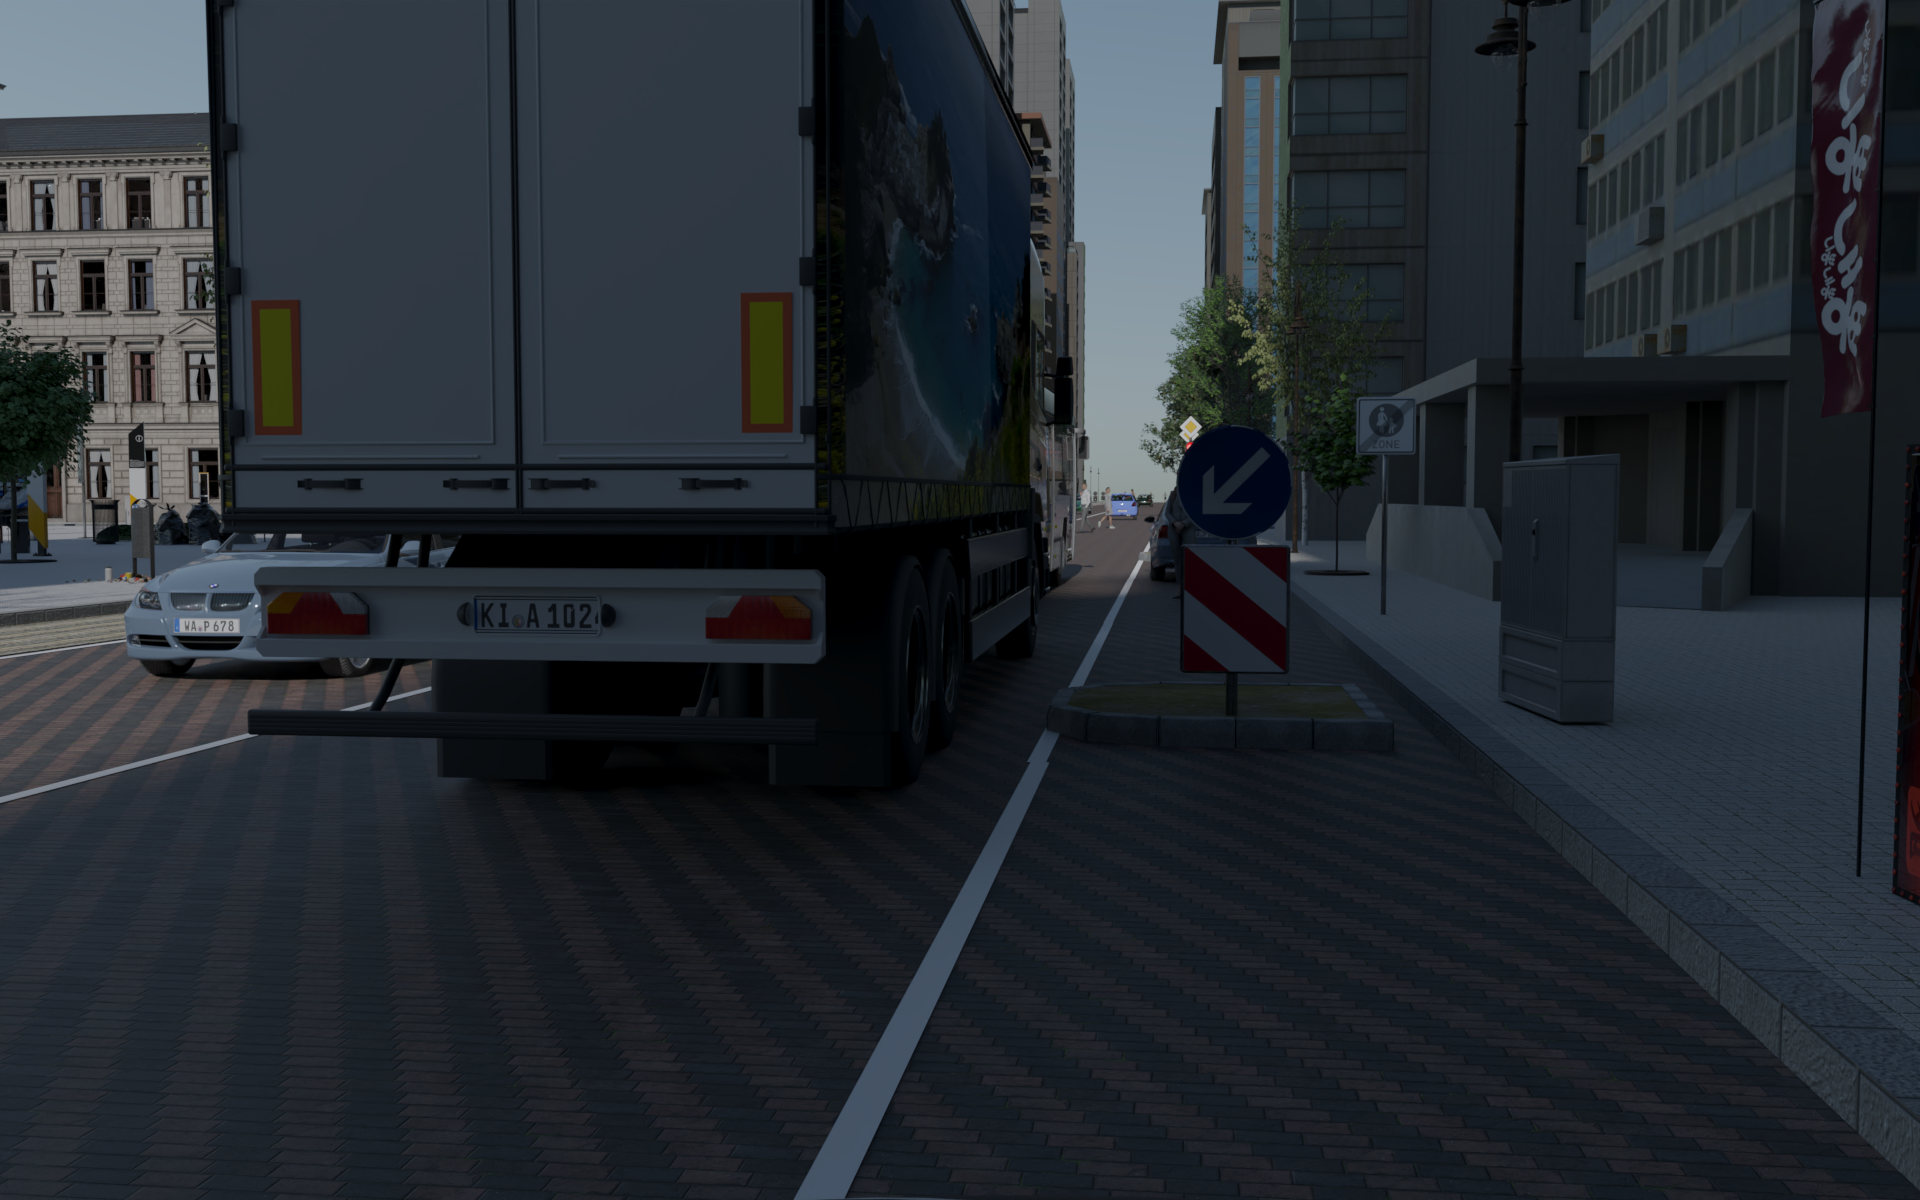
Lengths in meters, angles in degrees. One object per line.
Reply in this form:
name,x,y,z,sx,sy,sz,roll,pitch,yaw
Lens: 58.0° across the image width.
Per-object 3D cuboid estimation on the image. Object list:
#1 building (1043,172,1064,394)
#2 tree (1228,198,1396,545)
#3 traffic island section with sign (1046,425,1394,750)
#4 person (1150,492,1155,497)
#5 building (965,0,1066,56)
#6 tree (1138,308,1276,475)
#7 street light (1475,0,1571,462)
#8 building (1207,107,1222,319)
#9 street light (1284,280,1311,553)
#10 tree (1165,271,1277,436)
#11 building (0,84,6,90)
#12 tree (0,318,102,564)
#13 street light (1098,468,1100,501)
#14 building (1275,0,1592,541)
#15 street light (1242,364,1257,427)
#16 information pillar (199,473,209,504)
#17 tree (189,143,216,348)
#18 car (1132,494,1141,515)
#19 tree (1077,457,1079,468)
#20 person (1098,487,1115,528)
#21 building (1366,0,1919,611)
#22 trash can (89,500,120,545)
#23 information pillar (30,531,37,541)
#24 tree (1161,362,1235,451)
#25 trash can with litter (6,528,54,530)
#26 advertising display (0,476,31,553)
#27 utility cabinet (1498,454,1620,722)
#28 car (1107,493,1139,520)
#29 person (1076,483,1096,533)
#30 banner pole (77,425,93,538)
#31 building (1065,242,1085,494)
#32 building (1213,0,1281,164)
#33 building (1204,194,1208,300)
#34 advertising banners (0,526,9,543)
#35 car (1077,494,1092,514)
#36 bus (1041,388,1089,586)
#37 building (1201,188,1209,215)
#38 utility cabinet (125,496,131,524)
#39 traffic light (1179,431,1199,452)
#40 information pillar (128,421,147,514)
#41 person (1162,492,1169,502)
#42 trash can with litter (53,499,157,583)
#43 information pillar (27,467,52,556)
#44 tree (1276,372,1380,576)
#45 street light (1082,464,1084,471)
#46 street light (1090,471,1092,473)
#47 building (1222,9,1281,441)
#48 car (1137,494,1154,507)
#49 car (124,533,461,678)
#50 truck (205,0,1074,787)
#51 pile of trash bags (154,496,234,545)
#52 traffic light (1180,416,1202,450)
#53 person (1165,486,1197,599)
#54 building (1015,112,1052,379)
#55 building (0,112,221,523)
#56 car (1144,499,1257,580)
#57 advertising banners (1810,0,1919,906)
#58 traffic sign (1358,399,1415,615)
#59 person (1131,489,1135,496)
building,6.890,-36.009,238.850,14.600,45.320,14.200,0,4,7
tree,8.630,-5.662,42.941,4.737,8.622,4.395,0,3,0
traffic island section with sign,1.564,-0.129,10.733,1.989,1.847,2.006,0,4,7
person,29.684,-15.893,269.062,1.217,1.735,0.721,0,4,-6
building,7.237,-49.986,255.524,20.563,71.187,20.611,0,4,7
tree,16.164,-11.610,106.825,9.611,12.733,9.660,0,3,0
street light,4.234,-2.468,13.135,0.468,5.910,1.993,0,4,7
building,40.769,-35.632,206.291,21.300,48.544,21.600,0,4,7
street light,7.290,-3.960,37.541,0.468,5.910,1.993,0,4,7
tree,13.376,-9.556,82.001,9.928,11.665,9.643,0,3,0
building,-62.647,-17.642,85.711,25.104,27.353,12.463,0,4,7
tree,-17.786,-2.974,32.342,4.285,4.588,4.351,0,3,0
street light,24.259,-20.211,303.241,0.468,5.910,1.993,0,4,7
building,16.763,-22.553,52.340,14.154,41.232,14.086,0,4,7
street light,10.286,-5.439,61.711,0.468,5.910,1.993,0,4,7
information pillar,-25.980,-3.367,59.549,0.304,2.012,0.304,-2,4,-24
tree,-10.793,-4.873,30.041,4.737,8.622,4.395,0,3,0
car,11.249,-6.594,117.593,2.009,1.686,4.222,0,4,6
tree,12.839,-16.265,216.300,4.360,8.622,3.978,0,3,0
person,6.134,-3.852,72.226,0.760,1.731,0.466,-2,4,-26
building,23.209,-20.336,24.376,32.217,40.220,23.993,0,4,7
trash can,-21.804,-1.990,44.186,0.748,1.137,0.748,0,3,0
information pillar,-25.526,-2.641,47.673,0.304,2.012,0.304,1,4,15
tree,18.160,-12.671,125.301,7.486,12.596,7.792,0,3,0
trash can with litter,-33.639,-3.164,62.788,1.678,1.210,2.233,-1,4,-18
advertising display,-20.353,-1.973,37.471,0.974,1.923,0.123,0,4,-8
utility cabinet,3.467,-0.088,10.120,0.318,1.500,1.173,0,4,1
car,9.026,-5.316,96.512,1.945,1.707,3.694,0,4,5
person,4.595,-3.360,63.535,0.850,1.850,0.679,-1,4,-22
banner pole,-25.411,-3.673,50.078,0.401,3.779,0.863,-1,4,-14
building,12.359,-36.098,273.796,14.154,41.232,14.086,0,4,7
building,41.108,-36.220,181.430,28.713,52.752,27.495,0,4,7
building,47.912,-39.075,262.572,21.300,48.544,21.600,0,4,7
advertising banners,-25.014,-2.974,44.811,0.090,3.025,2.074,1,4,8
car,8.477,-6.924,125.000,2.131,1.459,4.920,1,4,9
bus,-0.013,-1.807,24.401,2.948,3.499,13.247,0,4,8
building,54.465,-42.658,286.691,28.713,52.752,27.495,0,4,7
utility cabinet,-31.212,-3.308,65.246,0.306,1.237,1.020,-2,4,-35
traffic light,9.262,-4.974,70.250,0.839,4.253,0.868,0,4,7
information pillar,-26.475,-3.941,55.790,0.504,3.616,0.183,-1,4,-13
person,35.978,-17.984,303.317,1.217,1.735,0.721,2,4,27
trash can with litter,-11.796,-0.866,25.219,2.233,1.210,1.678,3,4,36
information pillar,-19.014,-2.711,35.671,0.504,3.616,0.183,2,4,25
tree,6.063,-2.008,27.434,1.663,3.219,1.824,0,3,0
street light,18.119,-17.252,254.852,0.468,5.910,1.993,0,4,7
street light,21.080,-18.734,279.095,0.468,5.910,1.993,0,4,7
building,31.668,-31.300,161.859,14.600,45.320,14.200,0,4,7
car,20.729,-11.282,194.240,2.009,1.686,4.222,1,4,9
car,-5.384,-0.191,15.124,2.014,1.417,4.499,0,4,6
truck,-0.925,-1.407,11.922,2.839,4.237,11.283,0,4,7
pile of trash bags,-19.034,-2.151,44.923,1.912,1.369,3.447,2,4,27
traffic light,8.276,-4.490,62.326,0.839,4.253,0.868,0,4,7
person,3.044,-0.908,23.624,0.520,1.790,0.573,1,4,10
building,-1.146,-33.138,196.427,22.147,44.769,28.867,0,4,7
building,-40.464,-13.309,82.223,19.286,19.102,10.561,0,4,7
car,4.176,-1.095,29.909,2.014,1.417,4.499,0,4,7
advertising banners,2.999,-0.551,5.199,0.090,3.025,2.074,0,4,2
traffic sign,4.500,-0.992,18.350,0.606,2.300,0.079,1,4,9
person,12.585,-7.211,126.491,0.616,1.811,0.778,2,4,24
